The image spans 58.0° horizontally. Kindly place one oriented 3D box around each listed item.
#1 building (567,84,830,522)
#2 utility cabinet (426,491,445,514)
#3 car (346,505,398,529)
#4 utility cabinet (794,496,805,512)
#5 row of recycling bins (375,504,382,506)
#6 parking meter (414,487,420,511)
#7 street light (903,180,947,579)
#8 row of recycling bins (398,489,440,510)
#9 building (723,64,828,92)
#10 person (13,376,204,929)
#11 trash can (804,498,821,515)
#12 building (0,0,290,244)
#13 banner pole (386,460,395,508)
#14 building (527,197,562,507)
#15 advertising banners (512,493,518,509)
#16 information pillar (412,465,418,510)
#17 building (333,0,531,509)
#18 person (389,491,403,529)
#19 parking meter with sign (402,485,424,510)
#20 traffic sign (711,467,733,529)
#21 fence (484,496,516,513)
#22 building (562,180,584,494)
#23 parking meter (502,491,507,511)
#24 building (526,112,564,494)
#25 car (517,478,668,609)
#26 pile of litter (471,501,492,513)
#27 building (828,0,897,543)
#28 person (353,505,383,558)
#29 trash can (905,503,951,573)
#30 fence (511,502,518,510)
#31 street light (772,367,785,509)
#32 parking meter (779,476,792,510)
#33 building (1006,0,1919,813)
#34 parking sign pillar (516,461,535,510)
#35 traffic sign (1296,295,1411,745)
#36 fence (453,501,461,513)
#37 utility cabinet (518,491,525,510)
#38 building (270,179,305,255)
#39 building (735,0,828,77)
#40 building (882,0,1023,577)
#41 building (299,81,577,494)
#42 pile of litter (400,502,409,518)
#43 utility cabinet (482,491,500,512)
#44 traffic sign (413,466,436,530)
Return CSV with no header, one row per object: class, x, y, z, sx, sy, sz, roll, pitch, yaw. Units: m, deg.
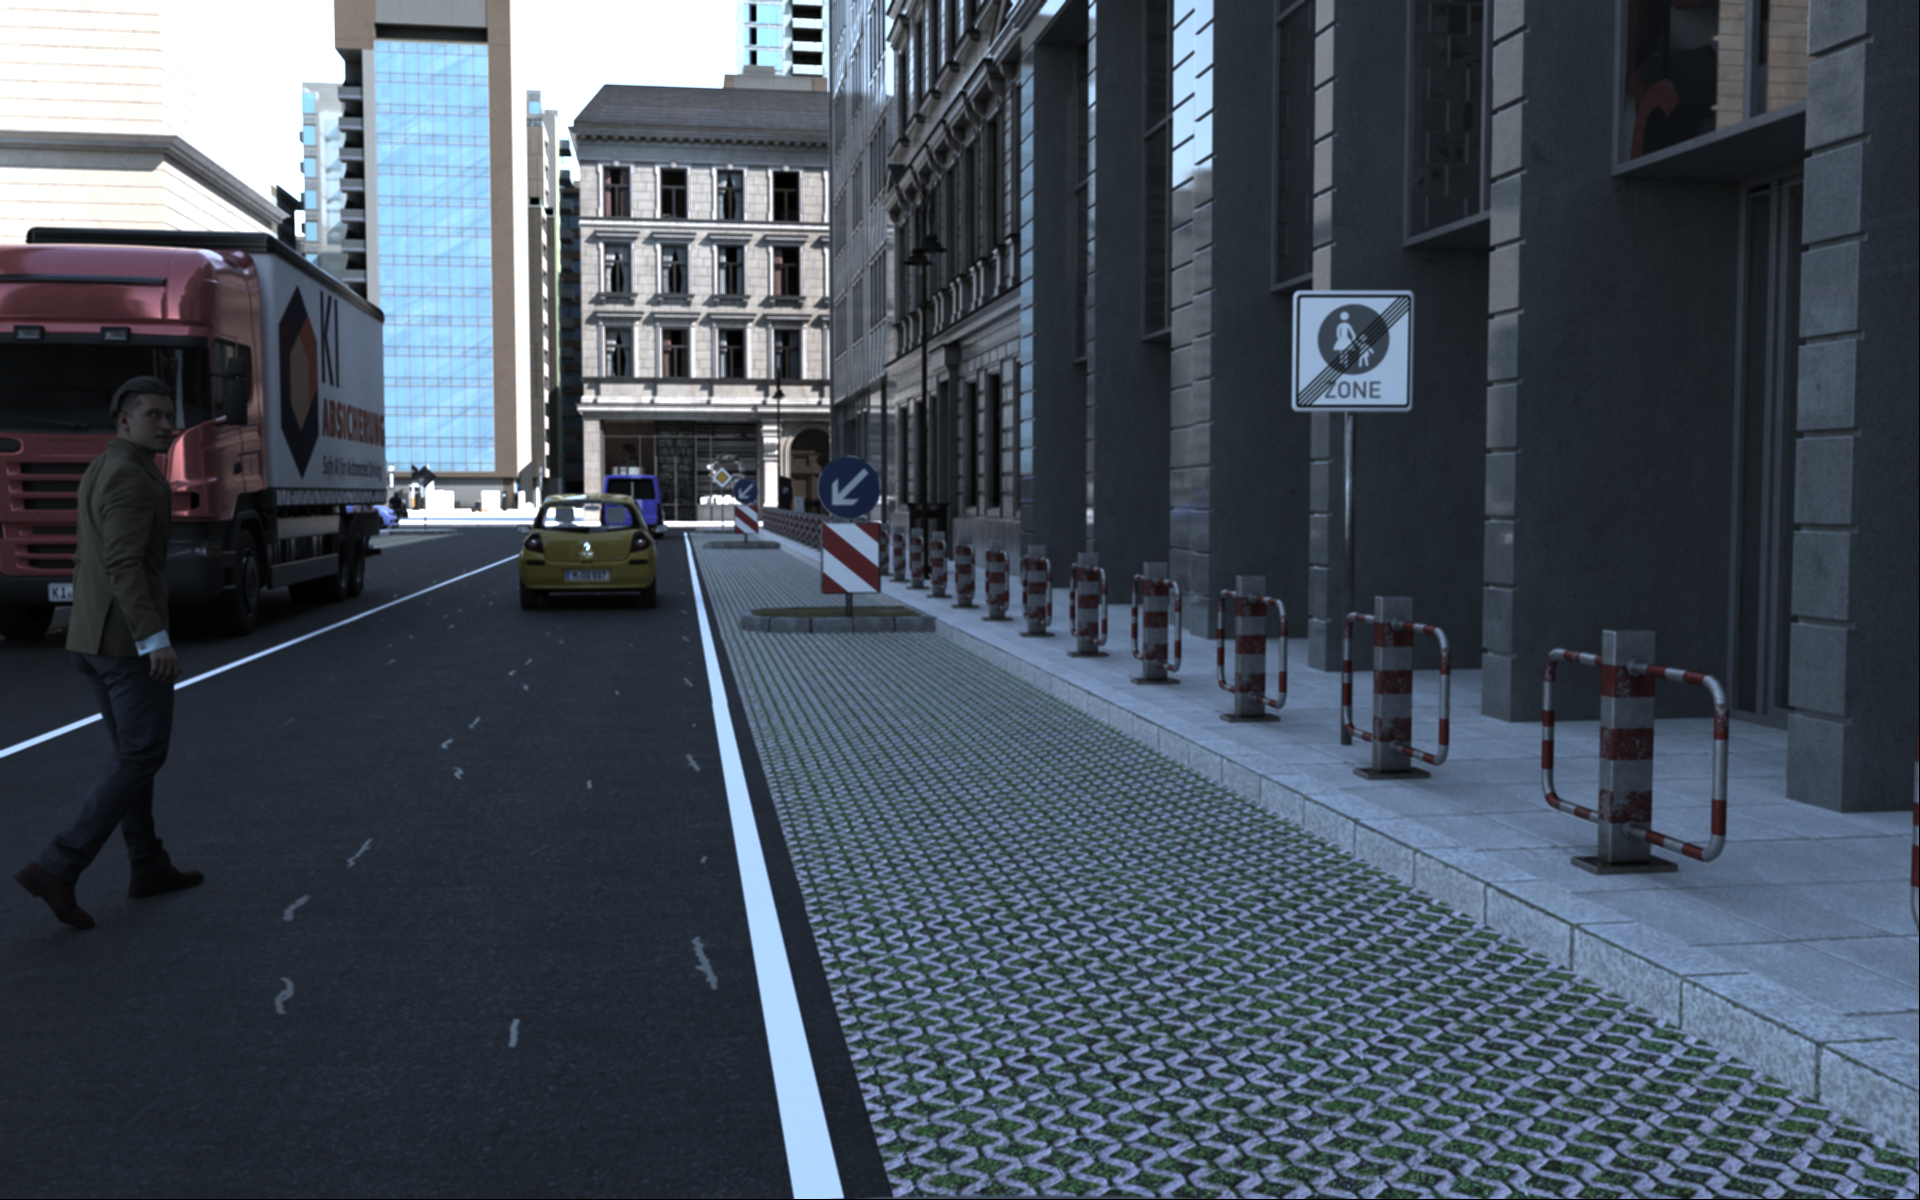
building,-16.604,-14.194,82.989,40.483,20.767,10.553,-1,4,-9
utility cabinet,-32.793,-6.081,108.096,1.173,1.500,0.318,-1,4,-19
car,-24.280,-3.619,68.765,3.694,1.707,1.945,-1,4,-9
utility cabinet,-5.045,-2.654,54.553,0.306,1.237,1.020,0,4,-7
row of recycling bins,-44.884,-7.687,132.799,1.069,1.692,3.534,-1,4,-18
parking meter,-42.220,-7.893,134.758,0.399,1.863,0.255,0,4,1
street light,-0.532,-3.251,25.938,0.468,5.910,1.993,-1,4,-9
row of recycling bins,-44.866,-8.369,143.945,3.534,1.692,1.069,-1,4,-11
building,-17.944,-32.574,182.700,14.600,45.320,14.200,-1,4,-9
person,-2.873,0.151,5.947,0.656,1.842,0.836,1,4,19
trash can,-4.797,-2.706,55.904,0.748,1.137,0.748,0,3,0
building,-33.219,-16.103,50.669,23.554,28.519,14.401,-1,4,-9
banner pole,-41.903,-8.396,127.296,0.401,3.779,0.863,3,4,37
building,-46.157,-24.156,166.646,14.160,30.474,14.107,-1,4,-9
advertising banners,-36.347,-9.015,143.575,2.074,3.025,0.090,2,4,33
information pillar,-42.544,-8.797,135.192,0.504,3.616,0.183,0,4,4
building,-45.566,-30.695,151.975,14.600,45.320,14.200,-1,4,-9
person,-23.073,-3.665,70.634,0.569,1.553,0.471,1,4,23
parking meter with sign,-44.221,-8.779,139.800,1.738,3.016,0.543,-1,4,-18
traffic sign,-8.695,-3.652,63.355,0.795,2.450,0.064,-1,4,-9
fence,-31.176,-6.494,117.377,2.264,1.192,0.480,1,4,14
building,-55.282,-36.044,243.945,28.867,44.769,22.147,-1,4,-9
parking meter,-34.155,-7.431,129.901,0.372,1.533,0.369,0,3,0
building,-49.091,-30.367,180.096,14.154,41.232,14.086,-1,4,-9
car,-4.924,-0.792,23.165,2.015,1.641,3.980,-1,4,-10
pile of litter,-33.051,-6.462,119.613,1.176,0.858,1.719,3,5,43
building,2.771,-14.418,53.751,12.078,24.808,19.932,-1,4,-9
person,-13.452,-1.755,39.149,0.963,1.587,0.435,3,4,37
trash can,-0.521,-1.015,28.250,0.748,1.137,0.748,0,3,0
fence,-35.351,-7.482,137.712,0.278,0.683,2.069,0,4,4
street light,-6.617,-5.532,63.241,0.468,5.910,1.993,-1,4,-9
parking meter,-5.557,-3.032,55.283,0.399,1.863,0.255,-1,4,-10
building,8.525,-14.213,9.883,11.434,29.767,29.804,-1,4,-9
parking sign pillar,-35.633,-9.384,141.902,1.447,3.967,1.447,2,4,34
traffic sign,1.977,-0.408,8.798,0.606,2.300,0.079,0,4,0
fence,-35.329,-6.295,118.298,2.069,0.683,0.278,-3,5,-39
utility cabinet,-34.292,-7.754,135.451,0.318,1.500,1.173,0,4,-3
building,-87.520,-30.688,193.630,23.993,40.220,32.217,-1,4,-9
building,-17.348,-54.540,204.394,22.319,86.520,31.000,-1,4,-9
building,4.356,-10.381,34.352,10.561,19.102,19.286,-1,4,-9
building,-60.977,-35.667,202.765,30.456,49.044,23.786,-1,4,-9
pile of litter,-30.141,-4.820,92.770,1.176,0.858,1.719,1,4,9
utility cabinet,-33.070,-6.931,121.997,1.173,1.500,0.318,0,4,-4
traffic sign,-19.056,-3.550,61.692,0.795,2.450,0.064,-1,4,-9
